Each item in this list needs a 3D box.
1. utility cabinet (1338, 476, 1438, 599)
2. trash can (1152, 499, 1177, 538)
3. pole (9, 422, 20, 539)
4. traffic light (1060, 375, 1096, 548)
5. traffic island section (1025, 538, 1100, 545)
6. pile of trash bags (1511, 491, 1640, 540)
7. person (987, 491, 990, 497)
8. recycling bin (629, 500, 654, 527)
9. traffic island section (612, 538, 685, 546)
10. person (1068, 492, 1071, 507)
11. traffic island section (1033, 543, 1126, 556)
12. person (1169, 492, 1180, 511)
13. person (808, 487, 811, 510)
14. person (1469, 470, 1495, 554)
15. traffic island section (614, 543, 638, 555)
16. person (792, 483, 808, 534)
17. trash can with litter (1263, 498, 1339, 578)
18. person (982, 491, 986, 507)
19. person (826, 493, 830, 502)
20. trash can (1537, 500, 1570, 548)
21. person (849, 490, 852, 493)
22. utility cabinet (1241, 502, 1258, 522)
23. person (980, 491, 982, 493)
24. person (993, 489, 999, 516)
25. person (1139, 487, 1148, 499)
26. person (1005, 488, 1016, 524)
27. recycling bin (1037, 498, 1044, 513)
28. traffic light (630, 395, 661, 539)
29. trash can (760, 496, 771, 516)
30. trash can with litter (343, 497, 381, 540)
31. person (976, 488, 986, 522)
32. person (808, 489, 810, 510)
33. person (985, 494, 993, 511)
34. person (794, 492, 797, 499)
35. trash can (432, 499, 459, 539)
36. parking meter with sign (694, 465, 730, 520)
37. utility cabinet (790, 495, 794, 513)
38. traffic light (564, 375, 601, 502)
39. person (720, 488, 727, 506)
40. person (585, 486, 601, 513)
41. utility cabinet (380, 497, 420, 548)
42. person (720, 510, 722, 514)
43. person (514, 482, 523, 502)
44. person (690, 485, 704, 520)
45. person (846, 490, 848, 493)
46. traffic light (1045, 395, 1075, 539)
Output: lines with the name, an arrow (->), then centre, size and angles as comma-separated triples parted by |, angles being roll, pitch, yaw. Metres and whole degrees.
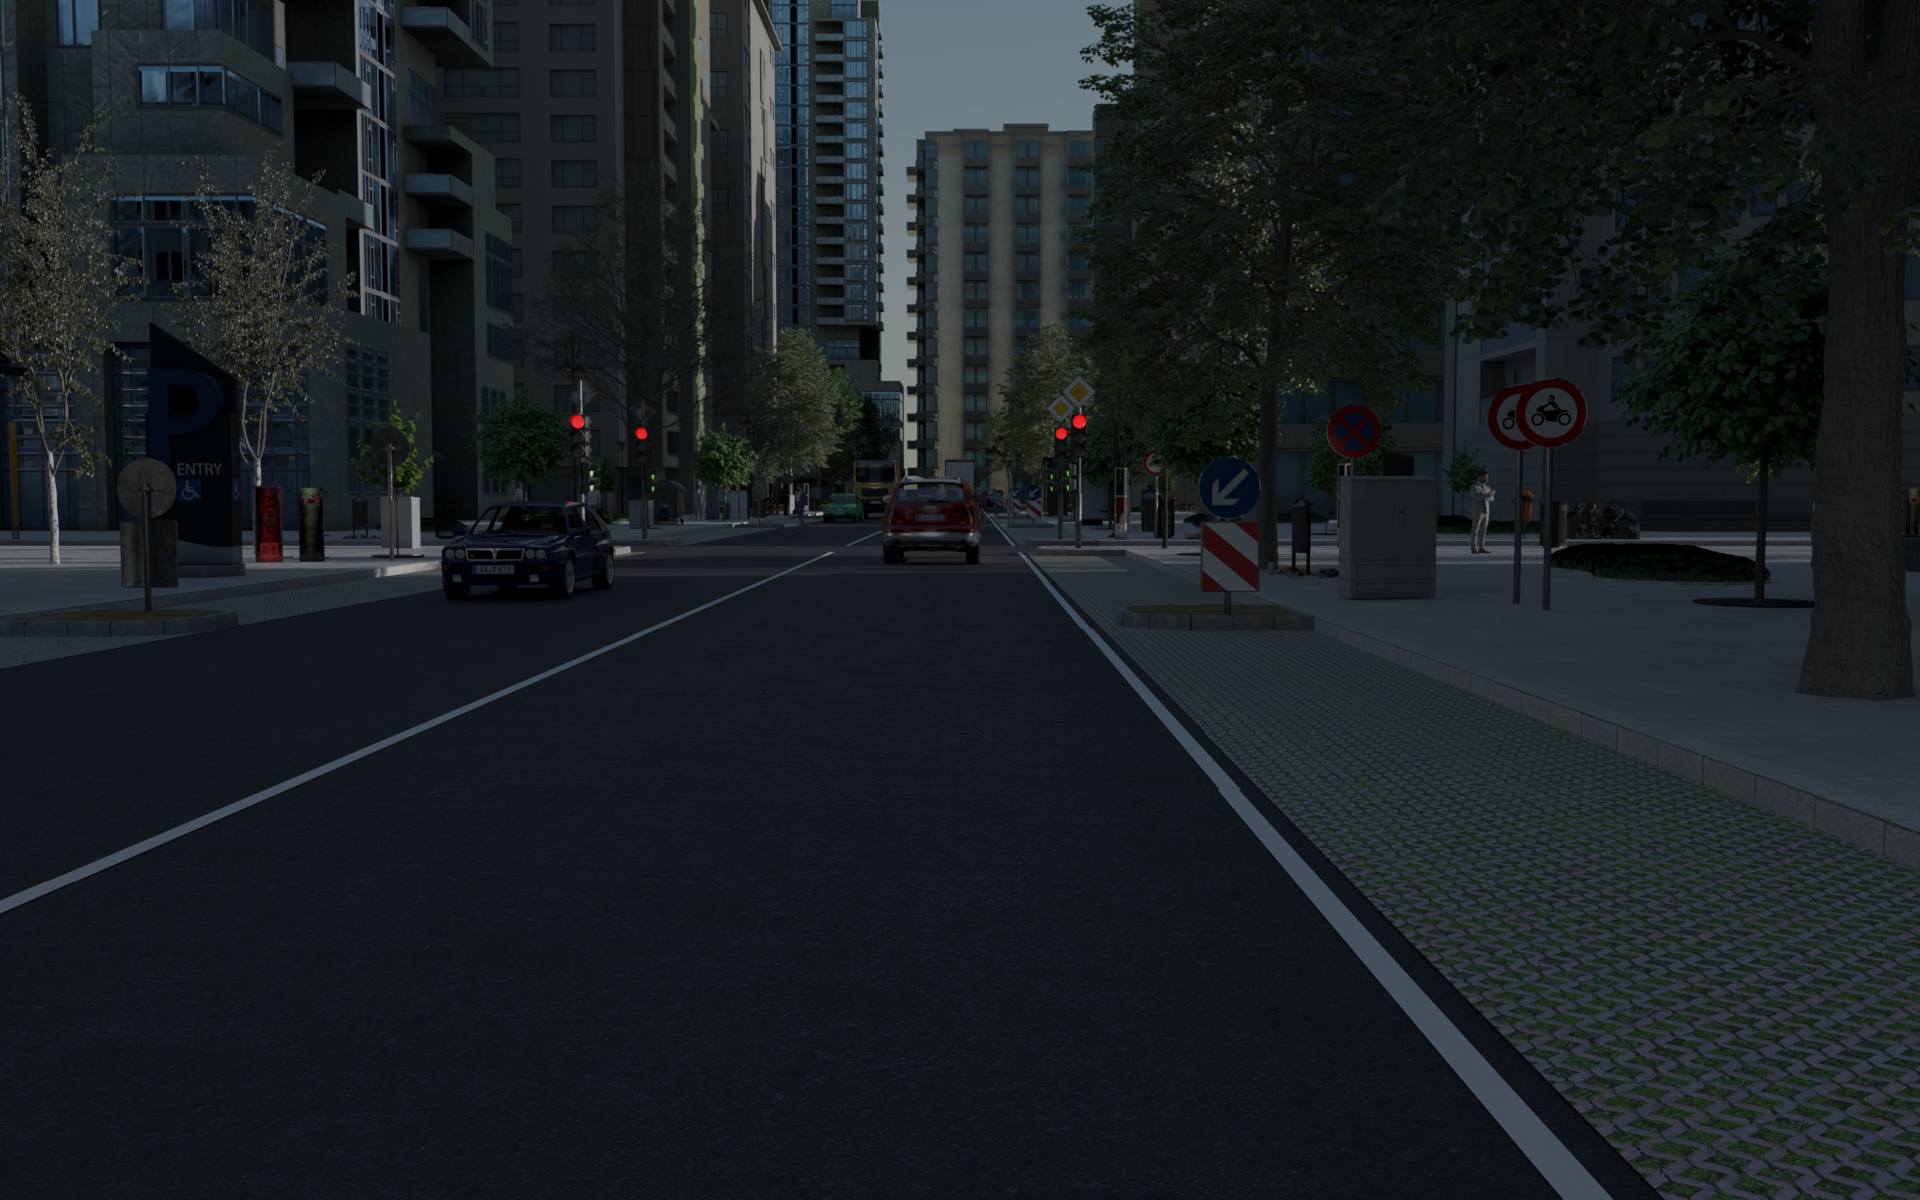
utility cabinet -> 5.234, -0.763, 21.160 | 1.173, 1.500, 0.318 | -1, 4, -16
trash can -> 5.934, -2.364, 50.308 | 0.748, 1.137, 0.748 | 0, 3, 0
pole -> -26.808, -3.378, 49.080 | 0.158, 3.312, 0.155 | 0, 3, 0
traffic light -> 2.790, -3.187, 41.023 | 0.839, 4.253, 0.868 | 0, 4, 0
traffic island section -> 2.869, -1.642, 49.121 | 2.009, 0.180, 2.903 | 0, 4, 0
pile of trash bags -> 17.537, -2.433, 49.529 | 3.447, 1.369, 1.912 | 0, 4, 5
person -> 3.350, -11.593, 198.495 | 0.568, 1.767, 0.683 | -1, 4, -14
recycling bin -> -12.651, -3.437, 68.742 | 0.722, 1.027, 0.722 | 2, 4, 31
traffic island section -> -8.972, -1.645, 49.184 | 2.009, 0.180, 2.903 | 0, 4, 0
person -> 11.225, -10.326, 174.870 | 1.348, 1.824, 0.705 | -2, 4, -28
traffic island section -> 2.830, -1.153, 41.136 | 2.009, 0.180, 2.903 | 0, 4, 0
person -> 16.148, -7.432, 130.810 | 1.065, 1.426, 0.557 | 3, 5, 45
person -> -12.153, -8.167, 139.583 | 0.705, 1.822, 1.348 | 0, 4, -8
person -> 11.236, -1.895, 37.212 | 0.511, 1.800, 0.466 | -3, 5, -43
traffic island section -> -9.011, -1.157, 41.199 | 2.009, 0.180, 2.903 | 0, 4, 0
person -> -5.727, -3.309, 62.621 | 0.654, 1.822, 0.581 | -2, 4, -31
trash can with litter -> 5.439, -0.986, 27.179 | 1.678, 1.210, 2.233 | -1, 4, -16
person -> 2.486, -10.789, 185.355 | 0.568, 1.767, 0.683 | 2, 4, 28
person -> -13.041, -9.881, 170.832 | 0.421, 1.427, 0.697 | 0, 4, -6
trash can -> 14.177, -1.819, 41.401 | 0.748, 1.137, 0.748 | 0, 3, 0
person -> -11.094, -10.187, 173.314 | 0.721, 1.743, 1.217 | 0, 4, 5
utility cabinet -> 5.252, -1.398, 31.535 | 0.318, 1.500, 1.173 | 1, 4, 9
person -> 2.348, -10.877, 187.056 | 0.721, 1.743, 1.217 | 2, 4, 33
person -> 2.260, -6.181, 109.898 | 0.444, 1.785, 0.601 | 3, 5, 40
person -> 13.863, -7.426, 127.597 | 1.348, 1.807, 0.705 | 0, 4, 2
person -> 2.295, -4.240, 78.833 | 0.522, 1.701, 0.512 | 1, 4, 20
recycling bin -> 5.650, -6.439, 117.836 | 0.722, 1.027, 0.722 | 1, 4, 20
traffic light -> -8.932, -3.678, 49.049 | 0.839, 4.253, 0.868 | 0, 4, 0
trash can -> -11.561, -5.571, 102.736 | 0.748, 1.137, 0.748 | 0, 3, 0
trash can with litter -> -16.848, -2.364, 49.712 | 1.678, 1.210, 2.233 | 2, 4, 26
person -> 0.985, -4.905, 89.175 | 0.515, 1.767, 0.782 | -1, 4, -21
person -> -12.100, -8.001, 137.645 | 1.217, 1.735, 0.721 | 0, 4, 7
person -> 2.453, -8.270, 146.900 | 0.628, 1.438, 0.799 | 1, 4, 18
person -> -19.353, -11.900, 203.796 | 0.721, 1.736, 1.217 | 0, 4, 4
trash can -> -14.594, -2.295, 49.178 | 0.748, 1.137, 0.748 | 0, 3, 0
parking meter with sign -> -12.379, -5.527, 86.625 | 1.738, 3.016, 0.543 | 0, 4, 1
utility cabinet -> -11.551, -6.491, 117.294 | 0.306, 1.237, 1.020 | 1, 4, 20
traffic light -> -8.971, -3.189, 41.064 | 0.839, 4.253, 0.868 | 0, 4, 0
person -> -16.254, -6.885, 118.883 | 0.793, 1.790, 0.793 | 0, 4, 7
person -> -13.058, -3.338, 61.295 | 0.731, 1.740, 0.598 | 0, 4, -4
utility cabinet -> -13.326, -1.841, 41.257 | 1.020, 1.237, 0.306 | 2, 4, 29
person -> -15.391, -6.095, 109.963 | 0.640, 1.303, 0.475 | 0, 4, -7
person -> -18.713, -4.132, 73.833 | 0.478, 1.798, 0.641 | 0, 4, 2
person -> -12.778, -4.738, 84.265 | 0.760, 1.731, 0.466 | -3, 4, -37
person -> -13.197, -11.879, 200.783 | 1.217, 1.766, 0.721 | -2, 4, -26
traffic light -> 2.829, -3.675, 49.008 | 0.839, 4.253, 0.868 | 0, 4, 0
